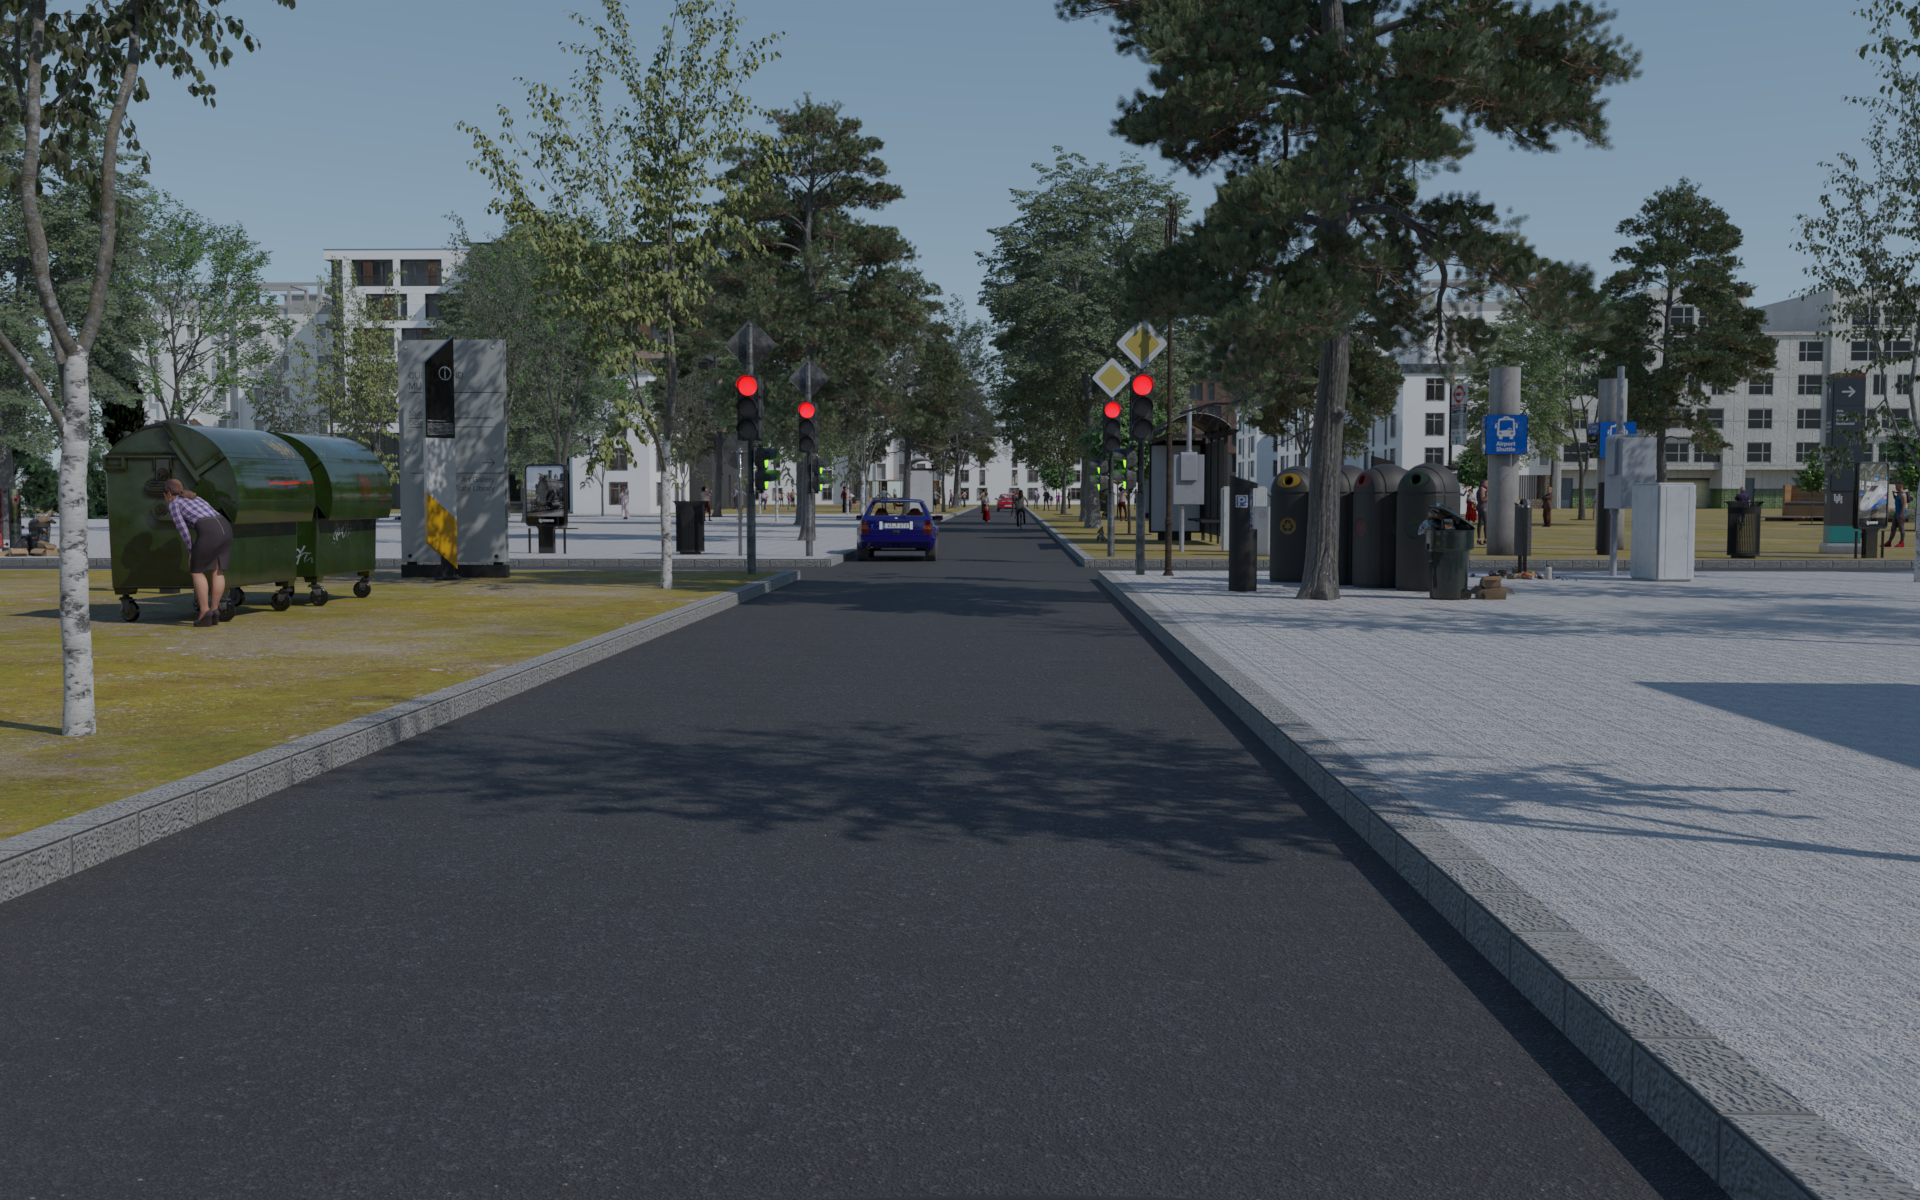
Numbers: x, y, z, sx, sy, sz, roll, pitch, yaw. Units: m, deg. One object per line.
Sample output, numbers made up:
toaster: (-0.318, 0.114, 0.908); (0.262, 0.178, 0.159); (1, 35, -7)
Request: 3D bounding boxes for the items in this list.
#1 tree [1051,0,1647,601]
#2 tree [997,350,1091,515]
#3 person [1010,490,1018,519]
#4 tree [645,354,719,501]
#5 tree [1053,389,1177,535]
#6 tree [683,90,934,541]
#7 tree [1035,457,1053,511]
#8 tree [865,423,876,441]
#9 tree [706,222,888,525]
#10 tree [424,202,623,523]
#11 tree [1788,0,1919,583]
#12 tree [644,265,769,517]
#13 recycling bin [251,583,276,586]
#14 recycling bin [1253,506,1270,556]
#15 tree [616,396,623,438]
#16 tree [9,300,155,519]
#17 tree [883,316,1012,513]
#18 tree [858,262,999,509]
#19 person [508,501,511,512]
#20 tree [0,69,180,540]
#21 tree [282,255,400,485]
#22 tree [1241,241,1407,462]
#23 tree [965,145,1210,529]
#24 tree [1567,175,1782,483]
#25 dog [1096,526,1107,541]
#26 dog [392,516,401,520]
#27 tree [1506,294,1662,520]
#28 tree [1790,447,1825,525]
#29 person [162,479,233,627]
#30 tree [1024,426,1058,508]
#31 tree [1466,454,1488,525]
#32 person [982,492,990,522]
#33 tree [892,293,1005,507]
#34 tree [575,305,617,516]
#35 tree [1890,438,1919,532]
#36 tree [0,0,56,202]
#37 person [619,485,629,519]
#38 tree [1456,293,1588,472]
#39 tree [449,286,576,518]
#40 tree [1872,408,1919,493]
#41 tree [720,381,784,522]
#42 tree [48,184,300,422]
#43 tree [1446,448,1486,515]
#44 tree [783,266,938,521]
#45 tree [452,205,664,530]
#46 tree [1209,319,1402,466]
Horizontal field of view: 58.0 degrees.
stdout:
tree: (4.504, -6.041, 20.827); (6.751, 12.117, 7.091); (0, 3, 0)
tree: (6.294, -11.066, 106.680); (9.928, 11.665, 9.643); (0, 3, 0)
person: (3.119, -5.447, 99.030); (0.415, 1.643, 0.593); (3, 5, 39)
tree: (-13.729, -8.300, 86.074); (4.360, 8.622, 3.978); (0, 3, 0)
tree: (5.340, -4.337, 54.622); (4.285, 4.588, 4.351); (0, 3, 0)
tree: (-4.120, -7.677, 47.572); (6.751, 12.117, 7.091); (0, 3, 0)
tree: (7.455, -9.157, 133.425); (4.285, 4.588, 4.351); (0, 3, 0)
tree: (-6.887, -9.533, 106.224); (4.737, 8.622, 4.395); (0, 3, 0)
tree: (-6.724, -9.412, 72.017); (7.486, 12.596, 7.792); (0, 3, 0)
tree: (-19.273, -10.408, 76.832); (9.857, 13.997, 8.962); (0, 3, 0)
tree: (14.064, -4.573, 25.132); (4.360, 8.622, 3.978); (0, 3, 0)
tree: (-13.335, -11.494, 95.355); (7.806, 13.903, 7.818); (0, 3, 0)
recycling bin: (-9.968, -0.735, 24.569); (0.722, 1.027, 0.722); (0, 4, -5)
recycling bin: (6.215, -1.441, 36.116); (0.722, 1.027, 0.722); (2, 4, 24)
tree: (-21.135, -9.222, 101.147); (4.360, 8.622, 3.978); (0, 3, 0)
tree: (-48.740, -11.682, 92.828); (13.155, 14.587, 18.604); (-3, 5, -43)
tree: (-1.284, -12.852, 120.504); (12.009, 13.543, 11.850); (0, 3, 0)
tree: (-2.933, -11.284, 91.911); (7.806, 13.903, 7.818); (0, 3, 0)
person: (-13.853, -2.745, 51.476); (0.990, 1.755, 0.434); (-2, 4, -31)
tree: (-26.956, -8.675, 48.487); (9.857, 13.997, 8.962); (0, 3, 0)
tree: (-18.327, -6.284, 53.099); (4.737, 8.622, 4.395); (0, 3, 0)
tree: (16.959, -10.658, 81.676); (7.806, 13.903, 7.818); (0, 3, 0)
tree: (5.080, -9.647, 64.380); (9.857, 13.997, 8.962); (0, 3, 0)
tree: (28.509, -9.932, 69.810); (7.806, 13.903, 7.818); (0, 3, 0)
dog: (3.926, -1.802, 47.206); (0.550, 0.427, 0.748); (3, 5, 42)
dog: (-27.673, -4.144, 85.483); (0.748, 0.427, 0.550); (1, 4, 9)
tree: (30.602, -9.730, 84.837); (9.928, 11.665, 9.643); (0, 3, 0)
tree: (35.233, -4.711, 71.626); (1.663, 3.219, 1.824); (0, 3, 0)
person: (-7.397, -0.459, 16.773); (0.697, 1.427, 0.421); (1, 4, 16)
tree: (7.547, -12.544, 155.454); (4.737, 8.622, 4.395); (0, 3, 0)
tree: (22.224, -4.757, 72.383); (1.663, 3.219, 1.824); (0, 3, 0)
person: (1.364, -4.781, 89.143); (0.387, 1.526, 0.523); (-2, 4, -34)
tree: (-1.092, -18.983, 166.266); (12.611, 20.169, 13.585); (0, 3, 0)
tree: (-11.548, -5.701, 43.569); (4.360, 8.622, 3.978); (0, 3, 0)
tree: (33.003, -3.989, 59.819); (1.663, 3.219, 1.824); (0, 3, 0)
tree: (-14.562, -6.032, 20.681); (6.751, 12.117, 7.091); (0, 3, 0)
person: (-16.948, -4.938, 87.441); (0.551, 1.740, 0.621); (1, 4, 8)
tree: (31.340, -10.968, 97.453); (7.486, 12.596, 7.792); (0, 3, 0)
tree: (-24.647, -10.735, 93.640); (7.486, 12.596, 7.792); (0, 3, 0)
tree: (57.751, -7.639, 87.804); (20.602, 7.101, 11.467); (2, 4, 30)
tree: (-8.224, -7.916, 79.787); (4.360, 8.622, 3.978); (0, 3, 0)
tree: (-27.083, -8.198, 59.795); (9.928, 11.665, 9.643); (0, 3, 0)
tree: (31.607, -7.509, 106.493); (4.285, 4.588, 4.351); (0, 3, 0)
tree: (-2.965, -6.486, 56.409); (4.360, 8.622, 3.978); (0, 3, 0)
tree: (-14.453, -8.378, 62.741); (9.928, 11.665, 9.643); (0, 3, 0)
tree: (18.363, -11.123, 92.231); (12.009, 13.543, 11.850); (0, 3, 0)
